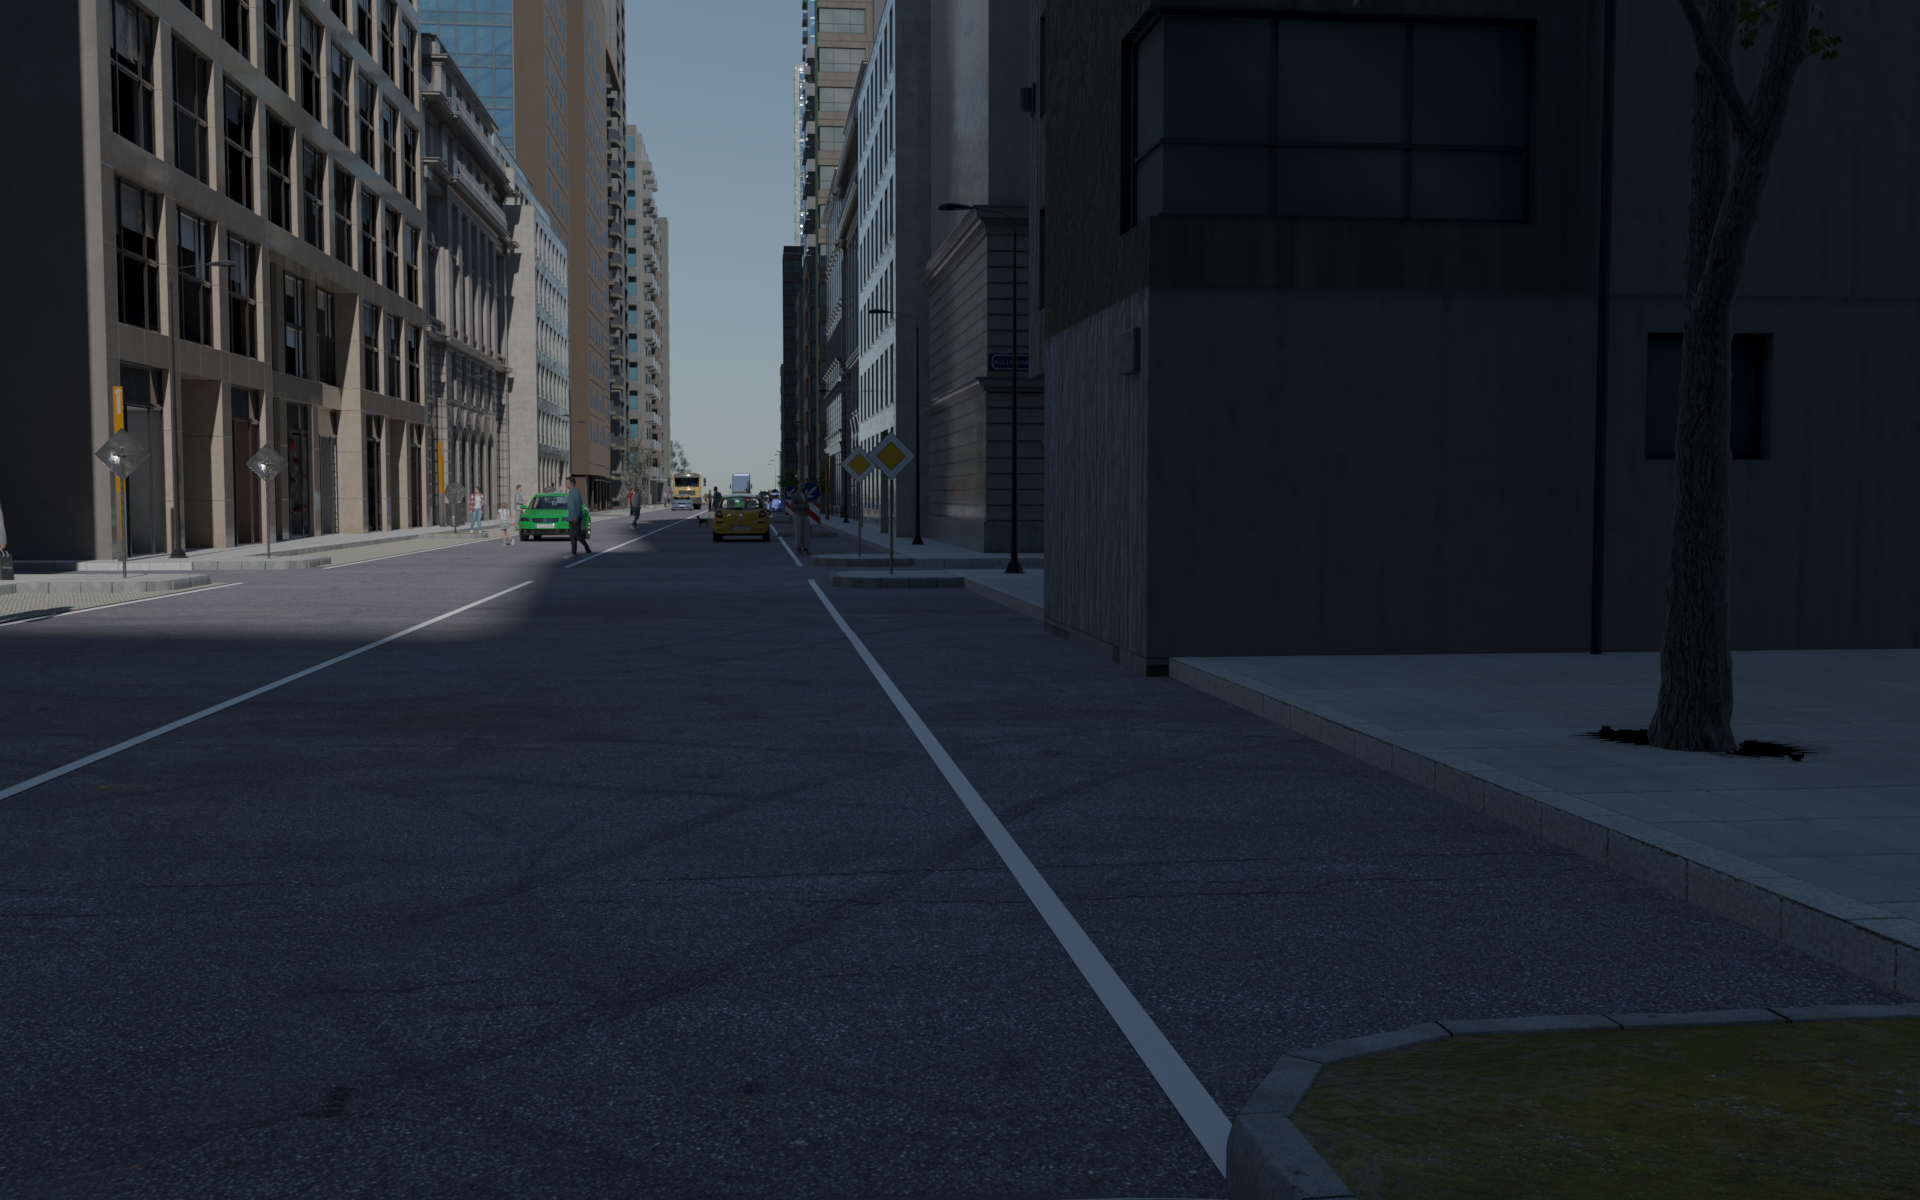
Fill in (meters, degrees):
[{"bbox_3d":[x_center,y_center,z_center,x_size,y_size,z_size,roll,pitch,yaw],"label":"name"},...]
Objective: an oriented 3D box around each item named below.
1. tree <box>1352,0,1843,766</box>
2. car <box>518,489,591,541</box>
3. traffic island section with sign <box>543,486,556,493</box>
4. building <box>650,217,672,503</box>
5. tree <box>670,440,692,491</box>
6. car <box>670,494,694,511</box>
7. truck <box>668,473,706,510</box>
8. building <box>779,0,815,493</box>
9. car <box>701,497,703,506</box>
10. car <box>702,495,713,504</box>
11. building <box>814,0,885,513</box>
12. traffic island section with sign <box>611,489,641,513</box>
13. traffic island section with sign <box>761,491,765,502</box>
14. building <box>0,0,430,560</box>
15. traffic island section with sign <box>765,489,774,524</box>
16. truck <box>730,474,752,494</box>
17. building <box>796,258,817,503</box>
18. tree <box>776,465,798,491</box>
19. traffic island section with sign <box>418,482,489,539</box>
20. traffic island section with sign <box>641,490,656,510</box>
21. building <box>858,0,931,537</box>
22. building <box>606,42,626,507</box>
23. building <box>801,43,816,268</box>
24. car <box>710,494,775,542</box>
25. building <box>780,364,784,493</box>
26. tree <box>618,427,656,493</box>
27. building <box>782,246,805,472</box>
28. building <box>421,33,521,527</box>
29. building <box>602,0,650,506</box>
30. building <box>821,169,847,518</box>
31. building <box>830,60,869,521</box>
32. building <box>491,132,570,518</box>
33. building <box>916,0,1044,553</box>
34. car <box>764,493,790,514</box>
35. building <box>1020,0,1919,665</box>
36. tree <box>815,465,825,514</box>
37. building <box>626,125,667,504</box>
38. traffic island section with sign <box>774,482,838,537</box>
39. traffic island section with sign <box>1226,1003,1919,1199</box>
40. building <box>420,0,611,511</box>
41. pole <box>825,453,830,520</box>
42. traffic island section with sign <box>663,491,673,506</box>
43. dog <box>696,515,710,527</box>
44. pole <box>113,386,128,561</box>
[{"bbox_3d":[3.883,-5.053,8.380,9.928,11.665,9.643,0,3,0],"label":"tree"},{"bbox_3d":[-12.593,-2.760,53.919,1.959,1.807,4.718,0,4,-5],"label":"car"},{"bbox_3d":[-19.732,-4.577,83.464,1.989,1.847,2.006,0,4,-7],"label":"traffic island section with sign"},{"bbox_3d":[-48.948,-34.520,247.991,14.154,41.232,14.086,0,4,-7],"label":"building"},{"bbox_3d":[-44.708,-20.337,266.919,7.601,10.594,8.767,0,4,1],"label":"tree"},{"bbox_3d":[-23.788,-8.328,148.158,2.014,1.417,4.499,-1,4,-9],"label":"car"},{"bbox_3d":[-25.341,-10.084,160.797,3.469,3.379,9.791,-1,4,-9],"label":"truck"},{"bbox_3d":[-15.170,-57.518,253.089,22.319,86.520,31.000,0,4,-7],"label":"building"},{"bbox_3d":[-32.180,-12.116,209.896,2.131,1.459,4.920,0,4,-7],"label":"car"},{"bbox_3d":[-35.552,-14.288,245.972,2.083,1.381,4.827,0,4,-5],"label":"car"},{"bbox_3d":[-3.086,-26.718,120.439,14.154,41.232,14.086,0,4,-7],"label":"building"},{"bbox_3d":[-25.822,-7.623,133.260,1.989,1.847,2.006,0,4,-7],"label":"traffic island section with sign"},{"bbox_3d":[-14.501,-7.713,134.735,1.989,1.847,2.006,0,4,-7],"label":"traffic island section with sign"},{"bbox_3d":[-28.092,-14.928,48.590,19.350,26.468,34.151,0,4,-7],"label":"building"},{"bbox_3d":[-8.437,-4.680,85.153,1.989,1.847,2.006,0,4,-7],"label":"traffic island section with sign"},{"bbox_3d":[-27.874,-14.162,221.308,2.967,4.110,18.799,0,4,-8],"label":"truck"},{"bbox_3d":[0.760,-18.231,143.121,27.650,21.520,28.899,0,4,-7],"label":"building"},{"bbox_3d":[-18.745,-12.825,193.398,4.285,4.588,4.351,0,3,0],"label":"tree"},{"bbox_3d":[-16.392,-2.908,56.174,1.989,1.847,2.006,0,4,-7],"label":"traffic island section with sign"},{"bbox_3d":[-29.146,-9.280,160.362,1.989,1.847,2.006,0,4,-7],"label":"traffic island section with sign"},{"bbox_3d":[2.250,-12.516,59.395,10.420,20.320,16.860,0,4,-7],"label":"building"},{"bbox_3d":[-43.788,-31.210,164.913,22.147,44.769,28.867,0,4,-7],"label":"building"},{"bbox_3d":[-4.233,-33.758,171.553,23.786,49.044,30.456,0,4,-7],"label":"building"},{"bbox_3d":[-6.694,-2.631,53.243,2.015,1.641,3.980,0,4,-6],"label":"car"},{"bbox_3d":[-9.254,-23.281,225.678,27.650,21.520,28.899,0,4,-7],"label":"building"},{"bbox_3d":[-34.698,-14.384,185.539,4.360,8.622,3.978,0,3,0],"label":"tree"},{"bbox_3d":[-13.759,-26.393,203.233,14.160,30.474,14.107,0,4,-7],"label":"building"},{"bbox_3d":[-28.024,-14.447,78.002,13.314,21.916,24.055,0,4,-7],"label":"building"},{"bbox_3d":[-46.679,-46.531,199.040,20.563,71.187,20.611,0,4,-7],"label":"building"},{"bbox_3d":[-2.886,-15.467,102.030,9.793,20.994,18.267,0,4,-7],"label":"building"},{"bbox_3d":[1.220,-14.596,80.447,13.314,21.916,24.055,0,4,-7],"label":"building"},{"bbox_3d":[-28.563,-14.944,99.079,10.420,20.320,16.860,0,4,-7],"label":"building"},{"bbox_3d":[16.699,-13.752,43.923,34.723,24.649,14.460,0,4,-7],"label":"building"},{"bbox_3d":[-13.173,-7.081,125.368,1.945,1.707,3.694,0,4,-8],"label":"car"},{"bbox_3d":[7.598,-15.204,20.291,14.160,30.474,14.107,0,4,-7],"label":"building"},{"bbox_3d":[-8.899,-7.218,112.623,1.663,3.219,1.824,0,3,0],"label":"tree"},{"bbox_3d":[-50.691,-37.021,224.902,23.786,49.044,30.456,0,4,-7],"label":"building"},{"bbox_3d":[-5.166,-3.044,58.396,1.989,1.847,2.006,0,4,-7],"label":"traffic island section with sign"},{"bbox_3d":[1.587,0.331,3.216,1.989,1.847,2.006,0,4,-7],"label":"traffic island section with sign"},{"bbox_3d":[-36.855,-30.213,144.088,14.600,45.320,14.200,0,4,-7],"label":"building"},{"bbox_3d":[-6.619,-5.658,86.359,0.158,3.312,0.155,0,3,0],"label":"pole"},{"bbox_3d":[-35.789,-12.604,214.701,1.989,1.847,2.006,0,4,-7],"label":"traffic island section with sign"},{"bbox_3d":[-11.187,-3.430,75.367,0.540,0.507,0.406,-2,4,-28],"label":"dog"},{"bbox_3d":[-15.984,-2.392,32.958,0.158,3.312,0.155,0,3,0],"label":"pole"}]
